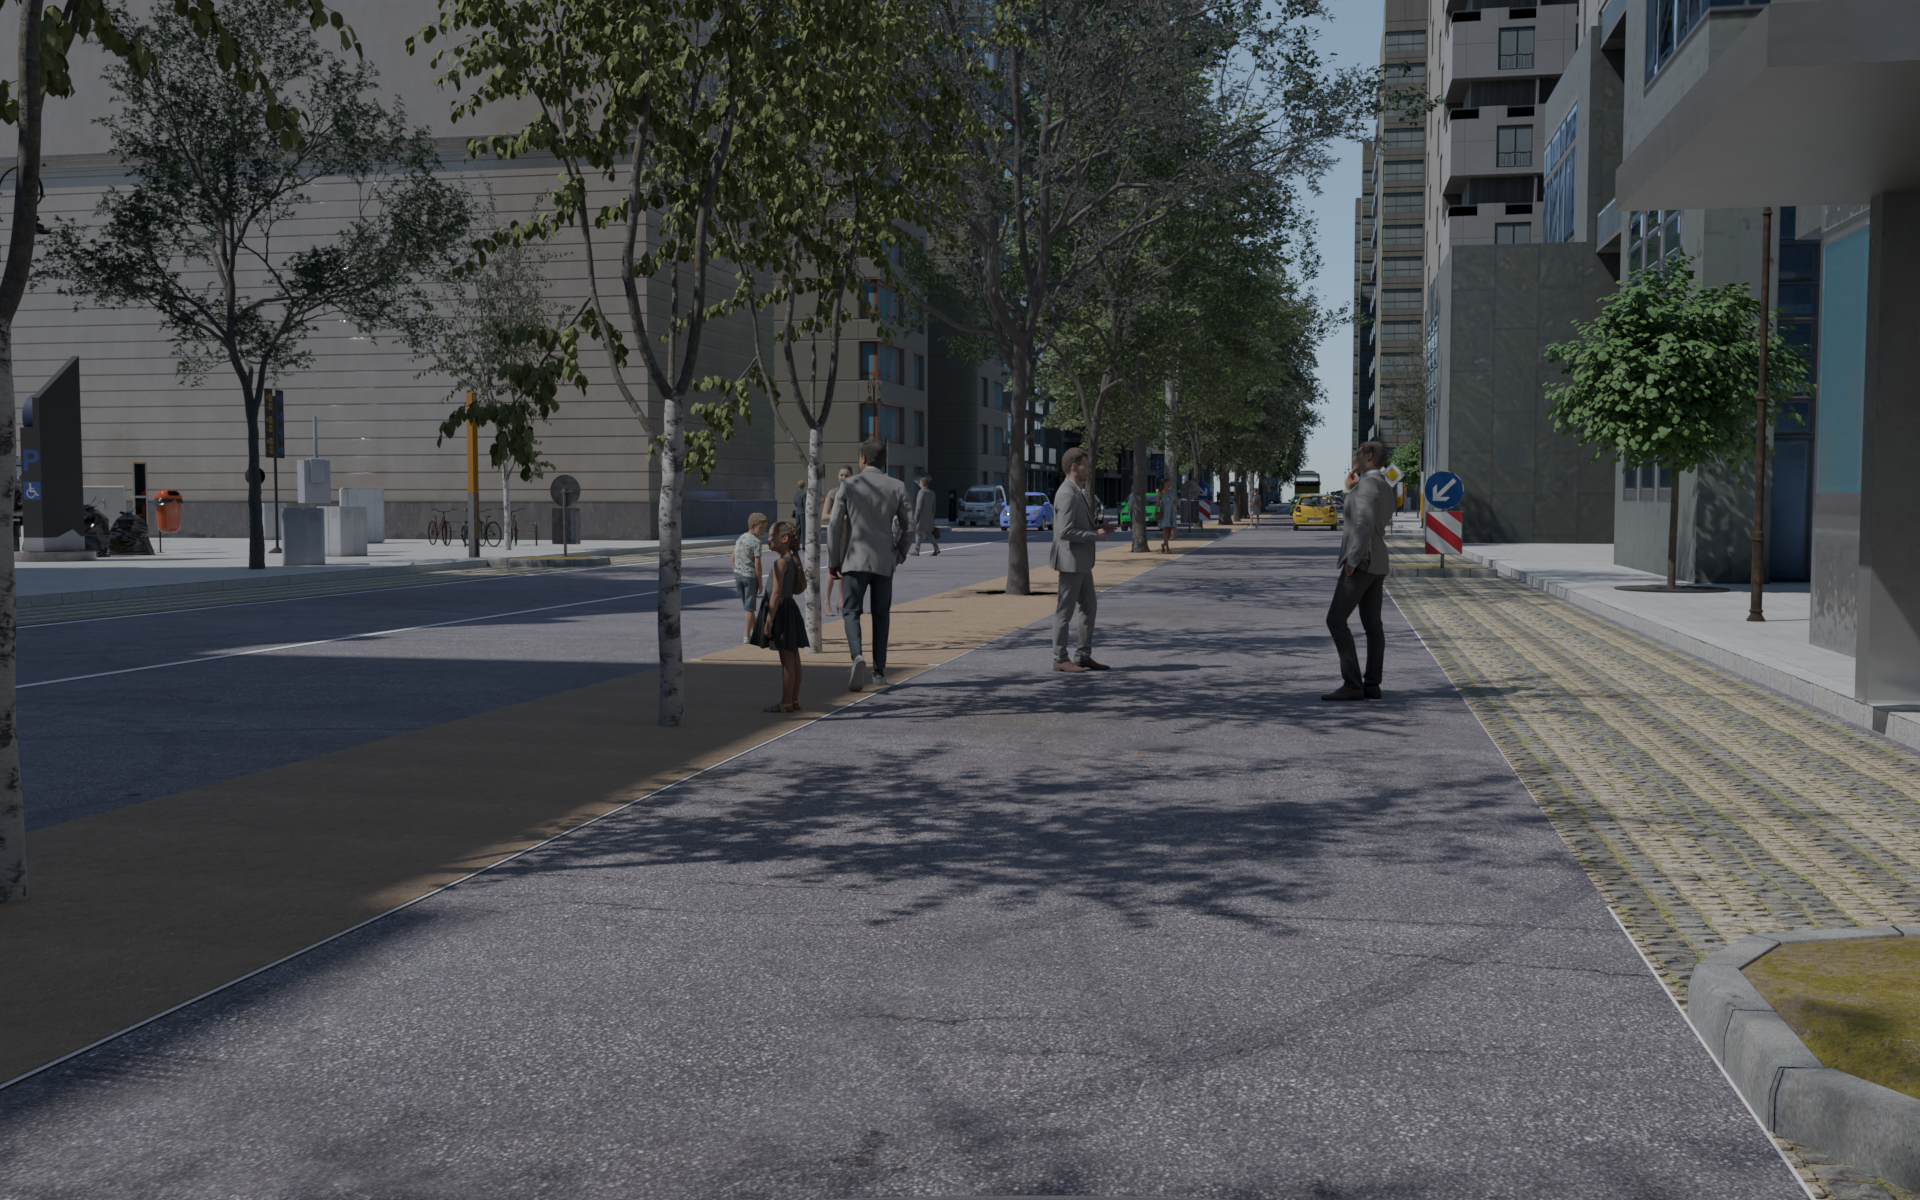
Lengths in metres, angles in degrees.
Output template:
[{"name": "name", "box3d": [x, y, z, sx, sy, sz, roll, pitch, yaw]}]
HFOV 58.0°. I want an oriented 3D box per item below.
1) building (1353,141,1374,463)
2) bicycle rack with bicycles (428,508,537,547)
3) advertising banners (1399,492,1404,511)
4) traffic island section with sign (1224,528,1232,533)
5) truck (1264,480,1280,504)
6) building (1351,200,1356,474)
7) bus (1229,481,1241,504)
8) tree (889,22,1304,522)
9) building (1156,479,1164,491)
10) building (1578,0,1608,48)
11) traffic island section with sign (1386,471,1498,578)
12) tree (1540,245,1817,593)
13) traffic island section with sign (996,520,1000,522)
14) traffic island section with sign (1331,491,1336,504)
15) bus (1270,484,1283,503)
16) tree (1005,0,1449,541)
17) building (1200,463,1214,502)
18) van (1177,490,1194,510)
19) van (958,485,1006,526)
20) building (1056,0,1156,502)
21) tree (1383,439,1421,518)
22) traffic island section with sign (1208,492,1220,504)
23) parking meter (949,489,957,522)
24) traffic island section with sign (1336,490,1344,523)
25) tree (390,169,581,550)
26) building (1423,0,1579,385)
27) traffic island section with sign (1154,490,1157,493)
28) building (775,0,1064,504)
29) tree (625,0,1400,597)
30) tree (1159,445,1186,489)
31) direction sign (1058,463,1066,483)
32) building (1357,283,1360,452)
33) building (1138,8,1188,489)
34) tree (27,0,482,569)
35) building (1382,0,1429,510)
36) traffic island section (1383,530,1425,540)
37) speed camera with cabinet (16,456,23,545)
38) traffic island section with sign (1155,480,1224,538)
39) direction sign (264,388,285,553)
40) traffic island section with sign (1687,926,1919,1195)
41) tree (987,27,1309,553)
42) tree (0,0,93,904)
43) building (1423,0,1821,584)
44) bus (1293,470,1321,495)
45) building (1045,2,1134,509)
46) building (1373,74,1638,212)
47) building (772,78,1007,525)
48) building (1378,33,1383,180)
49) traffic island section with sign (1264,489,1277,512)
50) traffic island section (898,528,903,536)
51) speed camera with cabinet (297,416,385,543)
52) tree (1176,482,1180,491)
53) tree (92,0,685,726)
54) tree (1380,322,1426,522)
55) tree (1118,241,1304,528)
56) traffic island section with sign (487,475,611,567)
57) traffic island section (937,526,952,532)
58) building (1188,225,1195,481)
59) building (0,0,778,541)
[{"name": "building", "box3d": [53.771, -31.708, 202.022, 14.154, 41.232, 14.086, 1, 4, 12]}, {"name": "bicycle rack with bicycles", "box3d": [-11.715, -1.806, 42.902, 2.852, 0.926, 2.925, -2, 4, -30]}, {"name": "advertising banners", "box3d": [33.768, -8.364, 132.935, 0.090, 3.025, 2.074, 0, 4, -2]}, {"name": "traffic island section with sign", "box3d": [9.027, -3.432, 64.245, 2.006, 1.907, 1.989, 1, 4, 12]}, {"name": "truck", "box3d": [47.312, -16.757, 263.727, 2.967, 4.110, 18.799, 1, 4, 11]}, {"name": "building", "box3d": [61.461, -33.992, 239.369, 14.154, 41.232, 14.086, 1, 4, 12]}, {"name": "bus", "box3d": [38.842, -15.176, 242.985, 2.948, 3.499, 13.247, 1, 4, 10]}, {"name": "tree", "box3d": [2.475, -5.954, 34.212, 8.767, 10.594, 7.601, 1, 4, 12]}, {"name": "building", "box3d": [8.147, -31.324, 204.032, 32.217, 40.220, 23.993, 1, 4, 12]}, {"name": "building", "box3d": [40.187, -32.115, 67.073, 28.212, 58.520, 21.231, 1, 4, 12]}, {"name": "traffic island section with sign", "box3d": [8.335, -1.335, 30.451, 1.989, 1.847, 2.006, 1, 4, 12]}, {"name": "tree", "box3d": [9.518, -2.396, 22.894, 4.285, 4.588, 4.351, 0, 3, 0]}, {"name": "traffic island section with sign", "box3d": [2.906, -4.855, 88.000, 1.989, 1.847, 2.006, 1, 4, 12]}, {"name": "traffic island section with sign", "box3d": [25.231, -6.327, 112.080, 1.989, 1.847, 2.006, 1, 4, 12]}, {"name": "bus", "box3d": [52.162, -17.911, 287.703, 2.948, 3.499, 13.247, 1, 4, 12]}, {"name": "tree", "box3d": [7.417, -11.787, 51.058, 12.611, 20.169, 13.585, 0, 3, 0]}, {"name": "building", "box3d": [35.226, -37.088, 289.975, 14.154, 41.232, 14.086, 1, 4, 12]}, {"name": "van", "box3d": [20.523, -9.277, 158.692, 2.013, 2.044, 4.112, 1, 4, 11]}, {"name": "van", "box3d": [1.018, -4.325, 77.724, 2.013, 2.044, 4.112, 1, 4, 11]}, {"name": "building", "box3d": [9.937, -45.355, 179.798, 20.563, 71.187, 20.611, 1, 4, 12]}, {"name": "tree", "box3d": [24.438, -6.621, 91.965, 4.285, 4.588, 4.351, 0, 3, 0]}, {"name": "traffic island section with sign", "box3d": [35.532, -14.493, 245.593, 1.989, 1.847, 2.006, 1, 4, 12]}, {"name": "parking meter", "box3d": [-0.341, -4.348, 79.497, 0.372, 1.533, 0.369, 0, 3, 0]}, {"name": "traffic island section with sign", "box3d": [19.646, -4.678, 85.111, 1.989, 1.847, 2.006, 1, 4, 12]}, {"name": "tree", "box3d": [-10.436, -5.434, 39.203, 4.360, 8.622, 3.978, 0, 3, 0]}, {"name": "building", "box3d": [43.018, -31.564, 105.315, 28.713, 52.752, 27.495, 1, 4, 12]}, {"name": "traffic island section with sign", "box3d": [18.710, -9.522, 164.320, 1.989, 1.847, 2.006, 1, 4, 12]}, {"name": "building", "box3d": [-5.206, -30.926, 125.249, 23.786, 49.044, 30.456, 1, 4, 12]}, {"name": "tree", "box3d": [0.823, -6.822, 24.367, 12.009, 13.543, 11.850, 0, 3, 0]}, {"name": "tree", "box3d": [26.898, -16.255, 216.138, 4.737, 8.622, 4.395, 0, 3, 0]}, {"name": "direction sign", "box3d": [7.674, -8.287, 127.489, 0.876, 3.537, 0.379, 0, 4, -7]}, {"name": "building", "box3d": [58.974, -27.756, 225.510, 14.160, 30.474, 14.107, 1, 4, 12]}, {"name": "building", "box3d": [20.929, -56.653, 238.948, 22.319, 86.520, 31.000, 1, 4, 12]}, {"name": "tree", "box3d": [-11.945, -5.826, 29.669, 8.767, 10.594, 7.601, 1, 4, 11]}, {"name": "building", "box3d": [41.895, -28.116, 143.290, 14.154, 41.232, 14.086, 1, 4, 12]}, {"name": "traffic island section", "box3d": [13.831, -2.028, 55.445, 2.009, 0.180, 2.903, 1, 4, 12]}, {"name": "speed camera with cabinet", "box3d": [-22.455, -2.901, 41.763, 2.038, 3.252, 0.660, 2, 4, 28]}, {"name": "traffic island section with sign", "box3d": [7.516, -2.988, 56.992, 2.006, 1.907, 1.989, 1, 4, 12]}, {"name": "direction sign", "box3d": [-14.822, -2.783, 37.507, 0.379, 3.537, 0.876, 0, 4, 3]}, {"name": "traffic island section with sign", "box3d": [2.871, 0.280, 4.053, 1.989, 1.847, 2.006, 1, 4, 12]}, {"name": "tree", "box3d": [4.413, -7.398, 41.541, 7.486, 12.596, 7.792, 0, 3, 0]}, {"name": "tree", "box3d": [-3.355, -3.256, 6.059, 4.737, 8.622, 4.395, 0, 3, 0]}, {"name": "building", "box3d": [22.643, -44.209, 35.494, 22.319, 86.520, 31.000, 1, 4, 12]}, {"name": "bus", "box3d": [36.097, -11.531, 180.083, 2.896, 3.916, 12.252, 1, 4, 11]}, {"name": "building", "box3d": [4.221, -30.690, 156.412, 22.147, 44.769, 28.867, 1, 4, 12]}, {"name": "building", "box3d": [54.116, -34.214, 179.014, 23.786, 49.044, 30.456, 1, 4, 12]}, {"name": "building", "box3d": [-13.812, -14.797, 86.970, 27.650, 21.520, 28.899, 1, 4, 12]}, {"name": "building", "box3d": [45.268, -31.044, 157.676, 14.600, 45.320, 14.200, 1, 4, 12]}, {"name": "traffic island section with sign", "box3d": [24.247, -7.932, 137.831, 2.006, 1.907, 1.989, 1, 4, 12]}, {"name": "traffic island section", "box3d": [-3.102, -2.242, 58.942, 2.009, 0.180, 2.903, 1, 4, 12]}, {"name": "speed camera with cabinet", "box3d": [-16.007, -3.085, 44.776, 2.038, 3.252, 0.660, -3, 4, -39]}, {"name": "tree", "box3d": [27.500, -13.938, 222.482, 1.663, 3.219, 1.824, 0, 3, 0]}, {"name": "tree", "box3d": [-1.772, -3.538, 10.663, 4.737, 8.622, 4.395, 0, 3, 0]}, {"name": "tree", "box3d": [19.687, -7.434, 71.909, 4.360, 8.622, 3.978, 0, 3, 0]}, {"name": "tree", "box3d": [9.344, -8.574, 68.394, 9.928, 11.665, 9.643, 0, 3, 0]}, {"name": "traffic island section with sign", "box3d": [-8.119, -1.594, 34.683, 1.989, 1.847, 2.006, 1, 4, 12]}, {"name": "traffic island section", "box3d": [-1.483, -2.721, 66.762, 2.009, 0.180, 2.903, 1, 4, 12]}, {"name": "building", "box3d": [28.799, -37.443, 262.300, 14.600, 45.320, 14.200, 1, 4, 12]}, {"name": "building", "box3d": [-19.199, -15.756, 54.873, 25.104, 27.353, 12.463, 1, 4, 12]}]
